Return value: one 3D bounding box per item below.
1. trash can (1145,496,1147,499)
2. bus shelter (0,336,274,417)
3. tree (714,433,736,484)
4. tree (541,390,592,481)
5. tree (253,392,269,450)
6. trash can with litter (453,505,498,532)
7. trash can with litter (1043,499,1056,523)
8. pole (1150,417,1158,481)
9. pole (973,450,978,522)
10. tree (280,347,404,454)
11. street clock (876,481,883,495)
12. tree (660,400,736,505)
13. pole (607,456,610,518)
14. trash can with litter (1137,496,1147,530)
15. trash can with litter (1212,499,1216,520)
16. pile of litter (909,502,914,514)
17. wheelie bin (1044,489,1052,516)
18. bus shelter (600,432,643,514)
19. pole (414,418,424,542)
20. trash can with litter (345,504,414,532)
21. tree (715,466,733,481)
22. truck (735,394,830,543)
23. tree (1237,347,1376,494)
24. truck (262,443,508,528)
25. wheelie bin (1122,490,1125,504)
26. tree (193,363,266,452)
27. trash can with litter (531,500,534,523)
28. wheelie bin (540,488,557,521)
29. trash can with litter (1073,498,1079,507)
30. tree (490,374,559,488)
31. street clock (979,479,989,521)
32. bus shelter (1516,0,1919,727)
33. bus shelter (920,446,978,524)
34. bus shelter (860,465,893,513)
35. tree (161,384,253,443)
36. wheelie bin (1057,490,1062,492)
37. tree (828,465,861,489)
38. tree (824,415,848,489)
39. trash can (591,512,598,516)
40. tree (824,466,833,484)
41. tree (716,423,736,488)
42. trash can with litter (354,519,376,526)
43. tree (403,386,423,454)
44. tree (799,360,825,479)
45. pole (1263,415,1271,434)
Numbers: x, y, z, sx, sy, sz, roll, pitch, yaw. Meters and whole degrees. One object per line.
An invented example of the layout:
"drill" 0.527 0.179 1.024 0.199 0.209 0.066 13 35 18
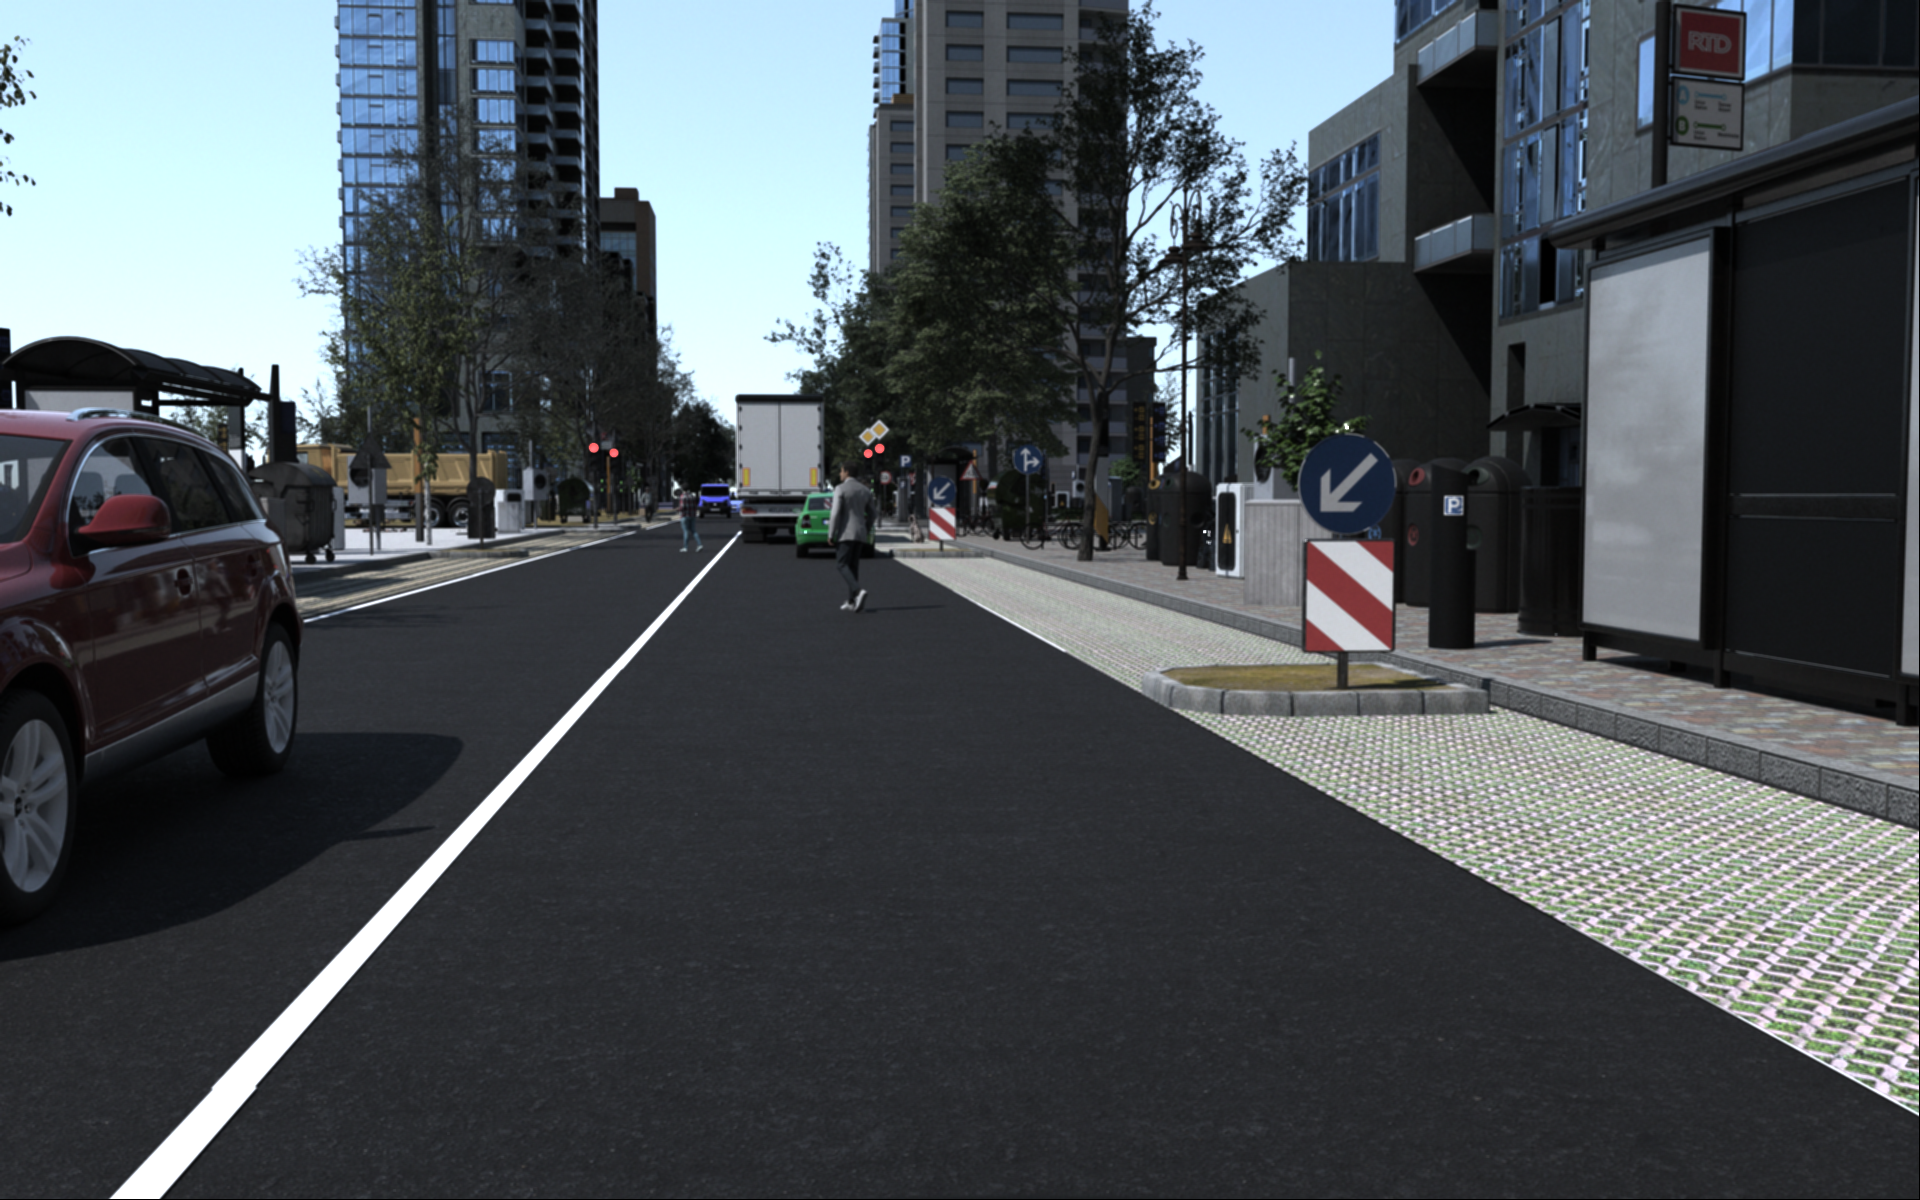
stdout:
"trash can" 12.948 -6.503 117.983 0.748 1.137 0.748 0 3 0
"bus shelter" -11.708 -1.900 24.985 2.014 3.302 5.546 0 4 -6
"tree" -40.700 -22.323 290.727 9.928 11.665 9.643 0 3 0
"tree" -26.493 -10.123 115.878 4.737 8.622 4.395 0 3 0
"tree" -48.902 -10.649 124.473 4.360 8.622 3.978 0 3 0
"trash can with litter" -16.315 -2.955 59.378 1.678 1.210 2.233 -3 5 -43
"trash can with litter" 3.719 -3.968 76.264 0.624 1.170 1.055 3 5 43
"pole" 5.139 -3.187 45.950 0.158 3.312 0.155 0 3 0
"pole" 0.710 -5.255 79.755 0.158 3.312 0.155 0 3 0
"tree" -30.794 -8.271 85.588 4.360 8.622 3.978 0 3 0
"street clock" -4.455 -5.550 95.319 0.471 2.002 0.358 0 4 -1
"tree" -31.627 -17.815 208.289 9.611 12.733 9.660 0 3 0
"pole" -19.041 -6.115 93.822 0.158 3.312 0.155 0 3 0
"trash can with litter" 7.337 -3.202 63.404 2.233 1.210 1.678 0 4 0
"trash can with litter" 5.357 -1.495 35.831 0.624 1.170 1.055 1 4 11
"pile of litter" -2.958 -5.969 111.550 1.176 0.858 1.719 0 4 1
"wheelie bin" 5.092 -5.774 102.316 0.693 1.594 0.980 -1 4 -16
"bus shelter" -22.366 -8.369 114.467 2.179 5.291 8.768 0 4 -6
"pole" -14.568 -3.228 46.627 0.158 3.312 0.155 0 3 0
"trash can with litter" -19.406 -2.926 58.899 1.678 1.210 2.233 3 4 37
"tree" -37.492 -19.908 259.904 7.601 10.594 8.767 2 4 28
"truck" -5.481 -3.993 54.200 2.839 4.237 11.283 0 4 -4
"tree" 4.735 -1.733 22.935 1.663 3.219 1.824 0 3 0
"truck" -22.770 -4.372 67.399 9.791 3.379 3.469 0 4 -4
"wheelie bin" 12.140 -7.443 129.601 0.980 1.594 0.693 0 4 -1
"tree" -41.486 -9.025 97.928 4.737 8.622 4.395 0 3 0
"trash can with litter" -19.214 -4.006 76.878 0.624 1.170 1.055 -3 4 -37
"wheelie bin" -19.852 -4.624 83.508 0.693 1.594 0.980 -3 5 -43
"trash can with litter" 7.470 -6.491 117.183 2.233 1.210 1.678 -1 4 -10
"tree" -24.351 -9.023 97.882 4.360 8.622 3.978 0 3 0
"street clock" 1.121 -4.690 81.257 0.358 2.002 0.471 -3 4 -36
"bus shelter" 5.741 -2.092 11.830 2.179 5.291 8.768 0 4 -6
"bus shelter" -0.515 -5.003 75.715 2.014 3.302 5.546 0 4 -6
"bus shelter" -5.772 -7.691 119.678 2.014 3.302 5.546 0 4 -6
"tree" -45.907 -9.407 104.161 4.360 8.622 3.978 0 3 0
"wheelie bin" 7.579 -7.571 131.693 0.693 1.594 0.980 -1 4 -16
"tree" -11.278 -11.392 169.978 4.285 4.588 4.351 0 3 0
"tree" -15.833 -17.147 206.107 9.928 11.665 9.643 0 3 0
"trash can" -21.567 -5.508 101.703 0.748 1.137 0.748 0 3 0
"tree" -24.131 -22.777 290.526 7.486 12.596 7.792 0 3 0
"tree" -41.240 -24.379 305.258 9.857 13.997 8.962 0 3 0
"trash can with litter" -24.069 -3.606 70.352 0.624 1.170 1.055 1 4 21
"tree" -30.912 -8.773 93.806 4.360 8.622 3.978 0 3 0
"tree" -9.847 -15.148 154.317 9.857 13.997 8.962 0 3 0
"pole" 7.946 -3.126 44.959 0.158 3.312 0.155 0 3 0
